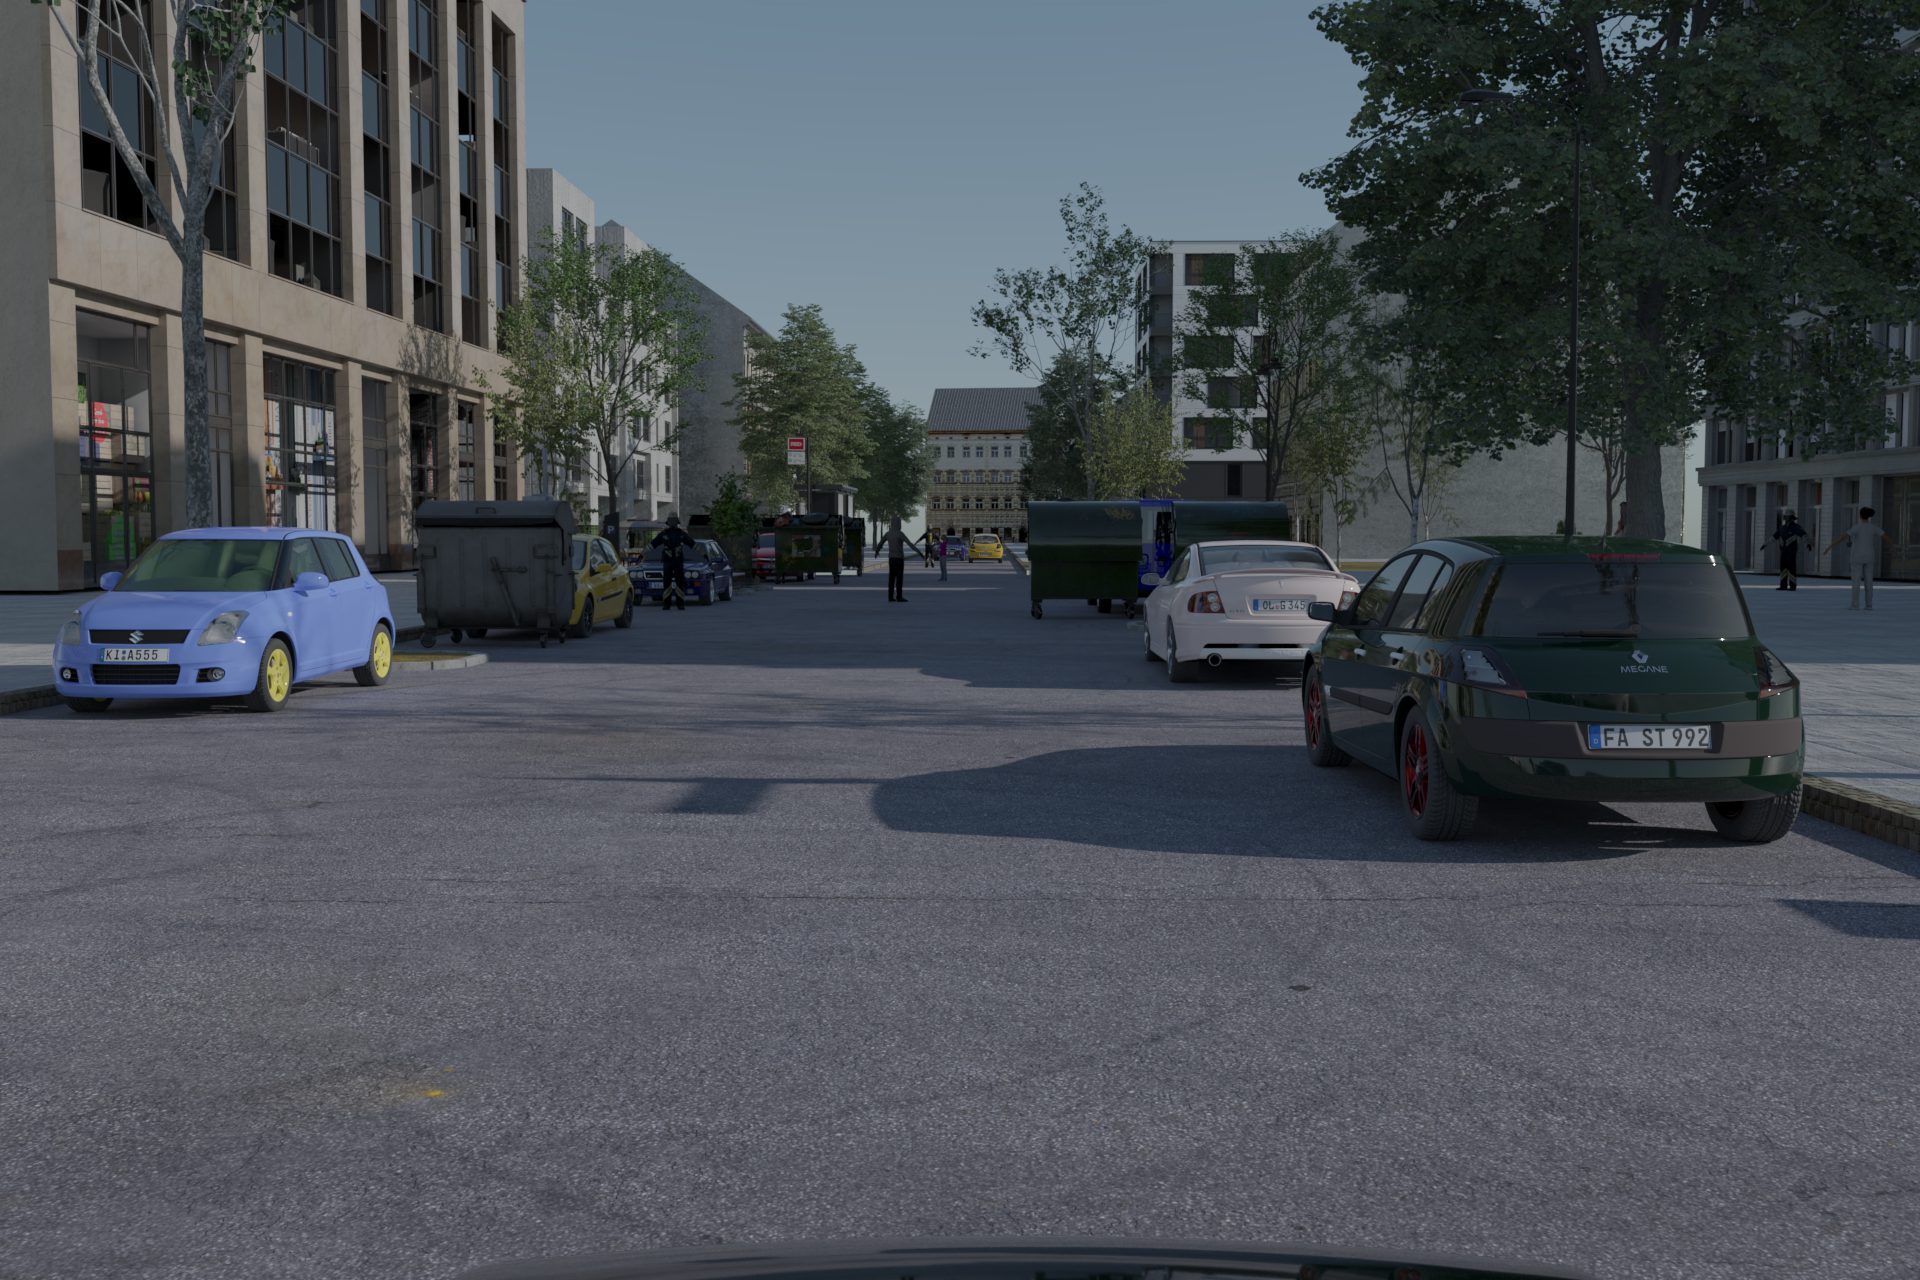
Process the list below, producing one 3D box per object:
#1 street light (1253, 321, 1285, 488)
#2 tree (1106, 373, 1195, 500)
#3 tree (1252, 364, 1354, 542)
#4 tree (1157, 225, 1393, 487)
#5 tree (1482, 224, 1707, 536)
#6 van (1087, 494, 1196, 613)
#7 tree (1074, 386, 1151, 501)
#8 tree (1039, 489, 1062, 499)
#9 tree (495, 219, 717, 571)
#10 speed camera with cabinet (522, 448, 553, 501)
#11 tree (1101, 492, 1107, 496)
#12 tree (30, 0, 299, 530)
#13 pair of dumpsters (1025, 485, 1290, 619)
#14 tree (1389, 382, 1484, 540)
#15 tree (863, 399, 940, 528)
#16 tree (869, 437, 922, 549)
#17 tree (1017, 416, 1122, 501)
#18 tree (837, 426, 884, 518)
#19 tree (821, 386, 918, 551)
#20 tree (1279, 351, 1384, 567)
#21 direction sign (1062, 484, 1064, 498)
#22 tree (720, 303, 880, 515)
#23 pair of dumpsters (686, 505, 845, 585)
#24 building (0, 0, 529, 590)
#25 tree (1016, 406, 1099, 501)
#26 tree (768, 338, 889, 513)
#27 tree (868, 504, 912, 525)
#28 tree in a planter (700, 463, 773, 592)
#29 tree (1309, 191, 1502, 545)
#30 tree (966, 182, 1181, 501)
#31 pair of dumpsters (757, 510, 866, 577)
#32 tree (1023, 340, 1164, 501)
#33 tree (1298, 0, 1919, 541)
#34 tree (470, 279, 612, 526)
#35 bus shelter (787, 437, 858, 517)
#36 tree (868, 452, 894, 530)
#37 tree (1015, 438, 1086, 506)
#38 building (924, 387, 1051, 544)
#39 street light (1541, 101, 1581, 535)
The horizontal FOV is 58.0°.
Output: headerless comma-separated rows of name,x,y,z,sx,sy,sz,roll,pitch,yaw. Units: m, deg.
street light,6.705,-3.970,37.698,0.468,5.910,1.993,0,4,1
tree,8.838,-7.846,78.649,4.737,8.622,4.395,0,3,0
tree,14.468,-7.645,75.364,4.360,8.622,3.978,0,3,0
tree,10.552,-8.092,58.054,9.928,11.665,9.643,0,3,0
tree,24.658,-9.470,65.201,12.009,13.543,11.850,0,3,0
van,3.456,-1.756,33.088,2.240,2.365,5.245,0,4,1
tree,7.746,-8.264,85.485,4.737,8.622,4.395,0,3,0
tree,8.502,-13.048,163.695,4.360,8.622,3.978,0,3,0
tree,-11.811,-8.100,58.183,9.928,11.665,9.643,0,3,0
speed camera with cabinet,-9.726,-2.833,40.649,0.660,3.252,2.038,0,4,2
tree,20.472,-19.762,257.515,7.601,10.594,8.767,0,4,8
tree,-13.061,-10.387,25.710,12.611,20.169,13.585,0,3,0
pair of dumpsters,3.322,-1.503,29.518,4.436,2.255,1.574,0,4,1
tree,20.915,-7.798,77.867,4.360,8.622,3.978,0,3,0
tree,-6.497,-15.807,165.102,9.857,13.997,8.962,0,3,0
tree,-7.005,-13.258,151.186,8.767,10.594,7.601,1,4,16
tree,8.316,-11.704,125.778,8.767,10.594,7.601,0,4,0
tree,-7.138,-10.041,114.540,4.737,8.622,4.395,0,3,0
tree,-6.969,-13.142,132.991,7.486,12.596,7.792,0,3,0
tree,14.479,-7.127,66.889,4.737,8.622,4.395,0,3,0
direction sign,4.655,-5.287,78.434,0.379,3.537,0.876,0,3,0
tree,-7.846,-10.209,85.052,7.486,12.596,7.792,0,3,0
pair of dumpsters,-5.544,-2.723,49.471,4.436,2.255,1.574,0,4,1
building,-29.239,-17.536,52.929,22.709,31.103,35.509,0,4,2
tree,8.261,-12.839,135.674,9.928,11.665,9.643,0,3,0
tree,-7.721,-11.111,99.789,7.486,12.596,7.792,0,3,0
tree,-10.220,-19.645,255.607,7.601,10.594,8.767,0,4,-1
tree in a planter,-5.795,-2.854,43.884,1.991,3.239,1.994,0,4,1
tree,9.432,-5.217,35.662,4.360,8.622,3.978,0,3,0
tree,6.364,-14.695,96.159,12.611,20.169,13.585,0,3,0
pair of dumpsters,-5.404,-3.275,58.492,4.436,2.255,1.574,0,4,1
tree,8.580,-12.624,113.062,9.857,13.997,8.962,0,3,0
tree,9.279,-7.139,23.384,9.857,13.997,8.962,0,3,0
tree,-11.897,-6.080,49.765,4.737,8.622,4.395,0,3,0
bus shelter,-5.933,-5.921,74.440,2.179,5.291,8.768,0,4,3
tree,-6.971,-11.790,143.120,4.737,8.622,4.395,0,3,0
tree,8.299,-13.491,154.987,7.601,10.594,8.767,-2,4,-27
building,5.247,-25.979,258.148,18.063,23.208,19.493,1,4,9
street light,7.000,-2.794,18.229,1.470,5.913,1.316,0,4,1
